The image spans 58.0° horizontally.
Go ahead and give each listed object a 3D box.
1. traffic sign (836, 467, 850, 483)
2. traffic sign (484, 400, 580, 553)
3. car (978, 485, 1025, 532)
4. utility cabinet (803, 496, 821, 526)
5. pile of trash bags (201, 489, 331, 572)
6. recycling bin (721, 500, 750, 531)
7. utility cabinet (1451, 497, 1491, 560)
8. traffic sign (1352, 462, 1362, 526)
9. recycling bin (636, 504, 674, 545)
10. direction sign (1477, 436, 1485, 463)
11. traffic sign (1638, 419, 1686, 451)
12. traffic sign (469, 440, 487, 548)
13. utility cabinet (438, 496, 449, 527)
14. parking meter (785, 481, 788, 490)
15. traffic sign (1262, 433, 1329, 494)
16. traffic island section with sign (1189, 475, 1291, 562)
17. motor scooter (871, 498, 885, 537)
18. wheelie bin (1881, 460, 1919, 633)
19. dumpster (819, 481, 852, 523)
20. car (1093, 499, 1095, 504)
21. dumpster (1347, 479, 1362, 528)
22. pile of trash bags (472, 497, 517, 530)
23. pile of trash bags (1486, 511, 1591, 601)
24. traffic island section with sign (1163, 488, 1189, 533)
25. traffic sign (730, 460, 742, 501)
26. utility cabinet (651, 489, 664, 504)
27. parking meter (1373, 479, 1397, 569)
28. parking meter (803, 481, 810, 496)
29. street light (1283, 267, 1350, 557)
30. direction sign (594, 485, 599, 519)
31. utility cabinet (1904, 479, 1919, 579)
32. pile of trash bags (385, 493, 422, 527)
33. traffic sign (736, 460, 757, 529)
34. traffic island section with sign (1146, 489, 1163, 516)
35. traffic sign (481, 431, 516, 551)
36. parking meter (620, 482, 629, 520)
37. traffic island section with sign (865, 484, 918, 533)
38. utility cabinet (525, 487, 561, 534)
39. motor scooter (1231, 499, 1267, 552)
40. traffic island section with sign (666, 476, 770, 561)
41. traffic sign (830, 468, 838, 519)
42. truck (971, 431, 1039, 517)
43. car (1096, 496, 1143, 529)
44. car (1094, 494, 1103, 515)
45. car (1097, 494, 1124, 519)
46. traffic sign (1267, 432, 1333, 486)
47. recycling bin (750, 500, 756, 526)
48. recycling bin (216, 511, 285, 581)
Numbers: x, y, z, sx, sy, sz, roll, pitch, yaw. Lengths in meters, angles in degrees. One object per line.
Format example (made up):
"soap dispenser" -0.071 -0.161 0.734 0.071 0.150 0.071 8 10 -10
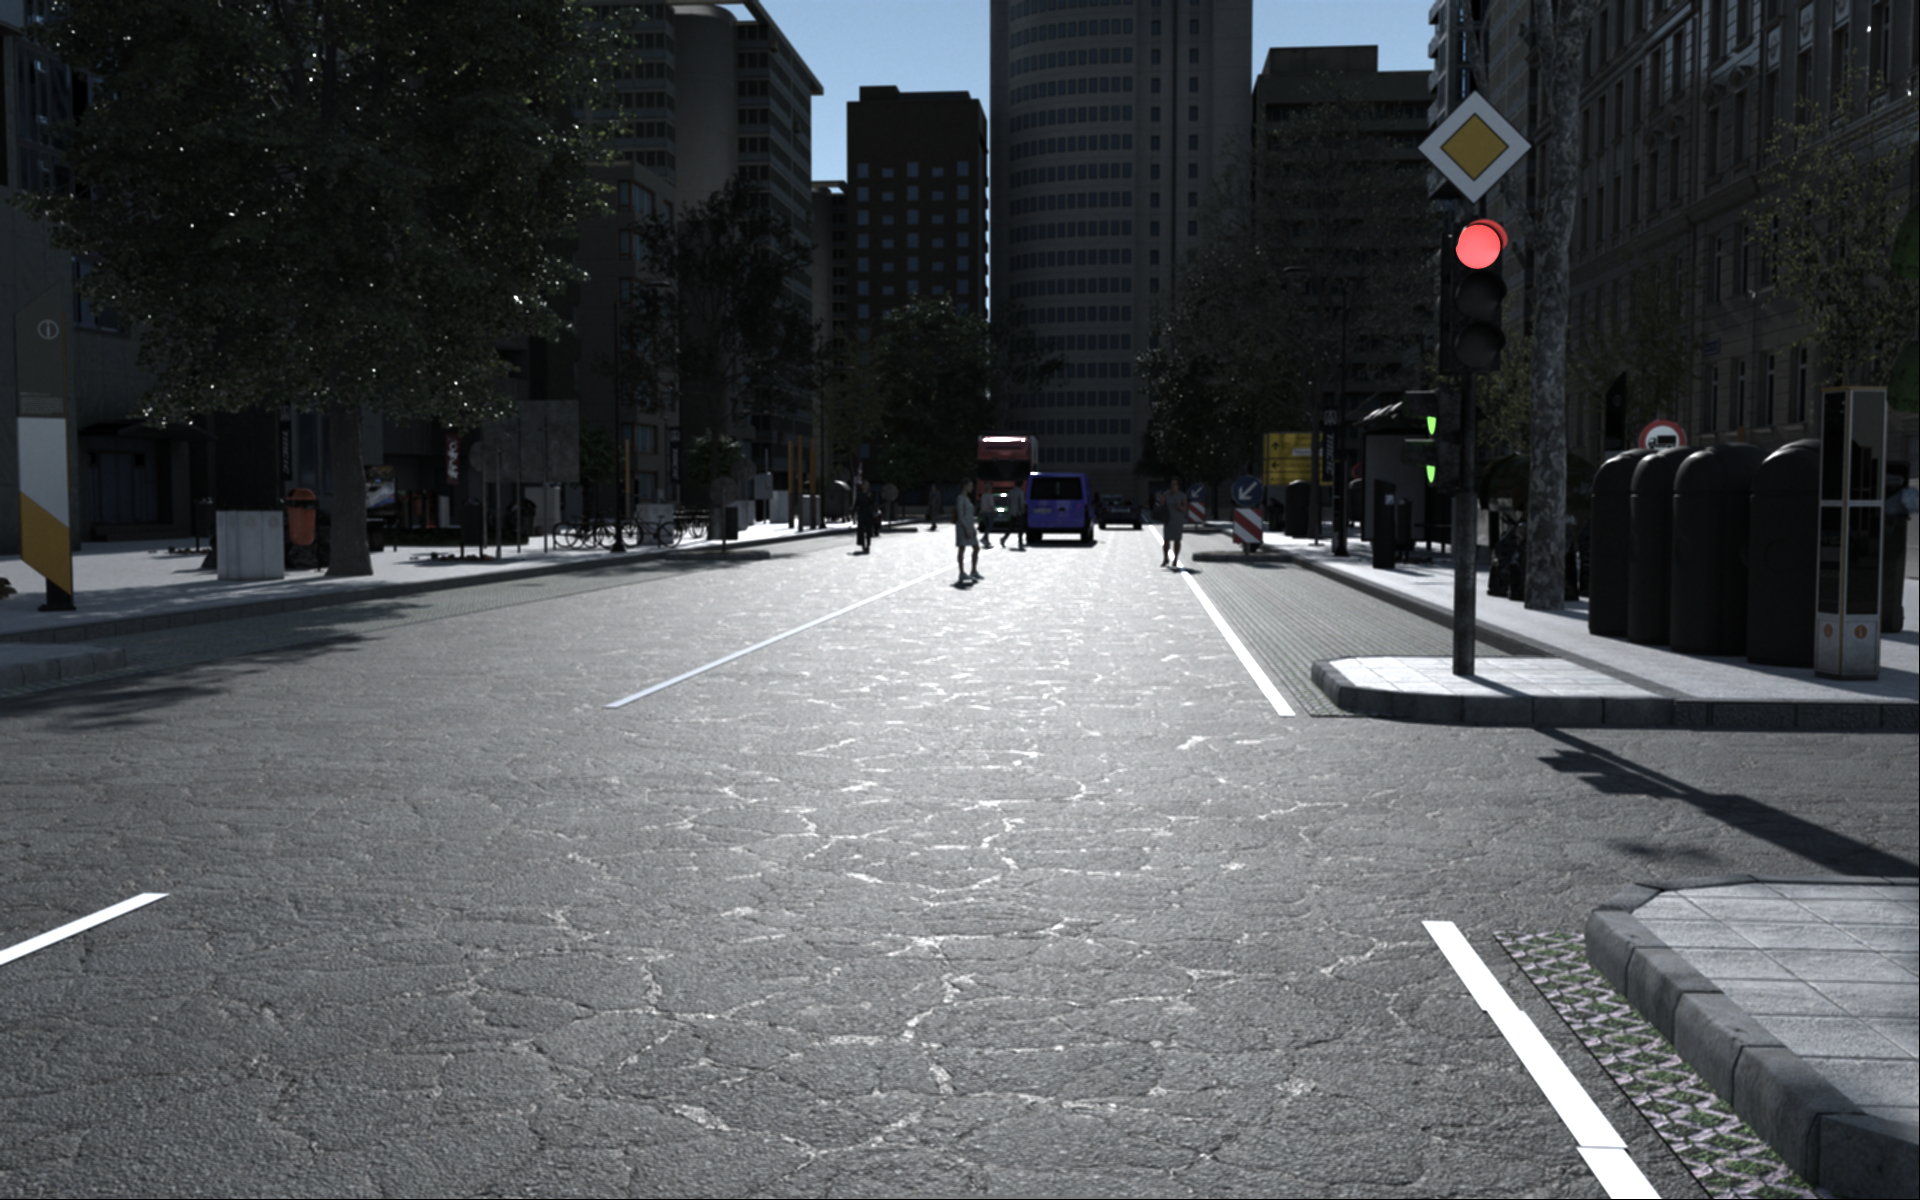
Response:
"traffic sign" -5.572 -5.010 82.015 0.768 2.556 0.104 1 4 14
"traffic sign" -9.330 -2.680 37.694 2.265 3.308 0.079 1 4 14
"car" 1.722 -3.531 66.530 1.959 1.807 4.718 0 4 6
"utility cabinet" -6.087 -3.618 70.322 0.306 1.237 1.020 2 4 35
"pile of trash bags" -11.647 -1.214 29.602 1.912 1.369 3.447 -3 4 -37
"recycling bin" -7.941 -2.956 60.887 0.722 1.027 0.722 1 4 10
"utility cabinet" 10.078 -1.372 33.597 1.020 1.237 0.306 0 4 0
"traffic sign" 15.880 -4.184 68.508 0.768 2.556 0.104 0 4 6
"recycling bin" -7.809 -1.944 44.341 0.722 1.027 0.722 -3 5 -39
"direction sign" 20.222 -4.619 67.510 0.379 3.537 0.876 -1 4 -9
"traffic sign" 11.937 -1.799 29.514 0.768 2.556 0.104 1 4 13
"traffic sign" -11.200 -2.487 40.775 0.768 2.556 0.104 1 4 9
"utility cabinet" -16.617 -2.710 55.463 0.306 1.237 1.020 -2 4 -30
"parking meter" -7.828 -4.515 79.536 0.399 1.863 0.255 0 4 -7
"traffic sign" 11.253 -3.920 57.973 2.265 3.308 0.079 0 4 8
"traffic island section with sign" 5.997 -1.741 37.086 1.989 1.847 2.006 0 4 5
"motor scooter" -2.920 -2.816 58.814 0.815 1.314 1.986 0 4 5
"wheelie bin" 8.528 -0.507 16.202 0.980 1.594 0.693 2 4 25
"dumpster" -5.617 -4.405 77.778 1.264 1.857 1.865 0 4 5
"car" 13.128 -9.057 158.301 2.015 1.641 3.980 0 4 5
"dumpster" 15.374 -3.683 65.972 1.264 1.857 1.865 0 4 5
"pile of trash bags" -16.112 -3.179 61.724 3.447 1.369 1.912 3 4 37
"pile of trash bags" 8.255 -0.698 21.159 3.447 1.369 1.912 1 4 15
"traffic island section with sign" 8.615 -3.391 64.071 1.989 1.847 2.006 0 4 5
"traffic sign" -8.171 -3.928 64.325 0.768 2.556 0.104 1 4 11
"utility cabinet" -13.779 -4.303 79.035 0.318 1.500 1.173 -2 4 -24
"parking meter" 7.330 -1.315 29.913 0.372 1.533 0.369 0 3 0
"parking meter" -6.917 -4.441 78.321 0.255 1.863 0.399 1 4 19
"street light" 7.319 -3.855 35.574 1.470 5.913 1.316 0 4 5
"direction sign" -18.852 -5.991 89.948 0.379 3.537 0.876 0 4 1
"utility cabinet" 14.523 -1.062 26.037 0.318 1.500 1.173 1 4 10
"pile of trash bags" -21.151 -3.268 63.183 3.447 1.369 1.912 -1 4 -17
"traffic sign" -7.905 -3.915 64.114 0.768 2.556 0.104 0 4 7
"traffic island section with sign" 13.410 -6.428 113.729 1.989 1.847 2.006 0 4 5
"traffic sign" -9.402 -2.149 35.242 0.768 2.556 0.104 1 4 13
"parking meter" -16.349 -4.824 84.581 0.399 1.863 0.255 2 4 24
"traffic island section with sign" -2.630 -3.444 64.932 1.989 1.847 2.006 0 4 5
"utility cabinet" -13.186 -2.819 54.762 1.173 1.500 0.318 2 4 27
"motor scooter" 6.581 -1.626 39.355 0.815 1.314 1.986 0 4 4
"traffic island section with sign" -5.237 -1.793 37.942 1.989 1.847 2.006 0 4 5
"traffic sign" -5.978 -5.148 84.273 0.768 2.556 0.104 1 4 14
"truck" 2.195 -5.494 78.743 2.839 4.237 11.283 0 4 4
"car" 6.614 -3.616 71.696 1.945 1.354 3.894 0 4 4
"car" 10.253 -6.595 119.633 2.131 1.459 4.920 0 4 7
"car" 8.893 -5.459 101.047 2.131 1.459 4.920 0 4 5
"traffic sign" 11.184 -3.840 56.664 2.265 3.308 0.079 0 4 7
"recycling bin" -8.701 -3.534 70.341 0.722 1.027 0.722 0 4 1
"recycling bin" -10.645 -0.821 25.980 0.722 1.027 0.722 3 5 40
